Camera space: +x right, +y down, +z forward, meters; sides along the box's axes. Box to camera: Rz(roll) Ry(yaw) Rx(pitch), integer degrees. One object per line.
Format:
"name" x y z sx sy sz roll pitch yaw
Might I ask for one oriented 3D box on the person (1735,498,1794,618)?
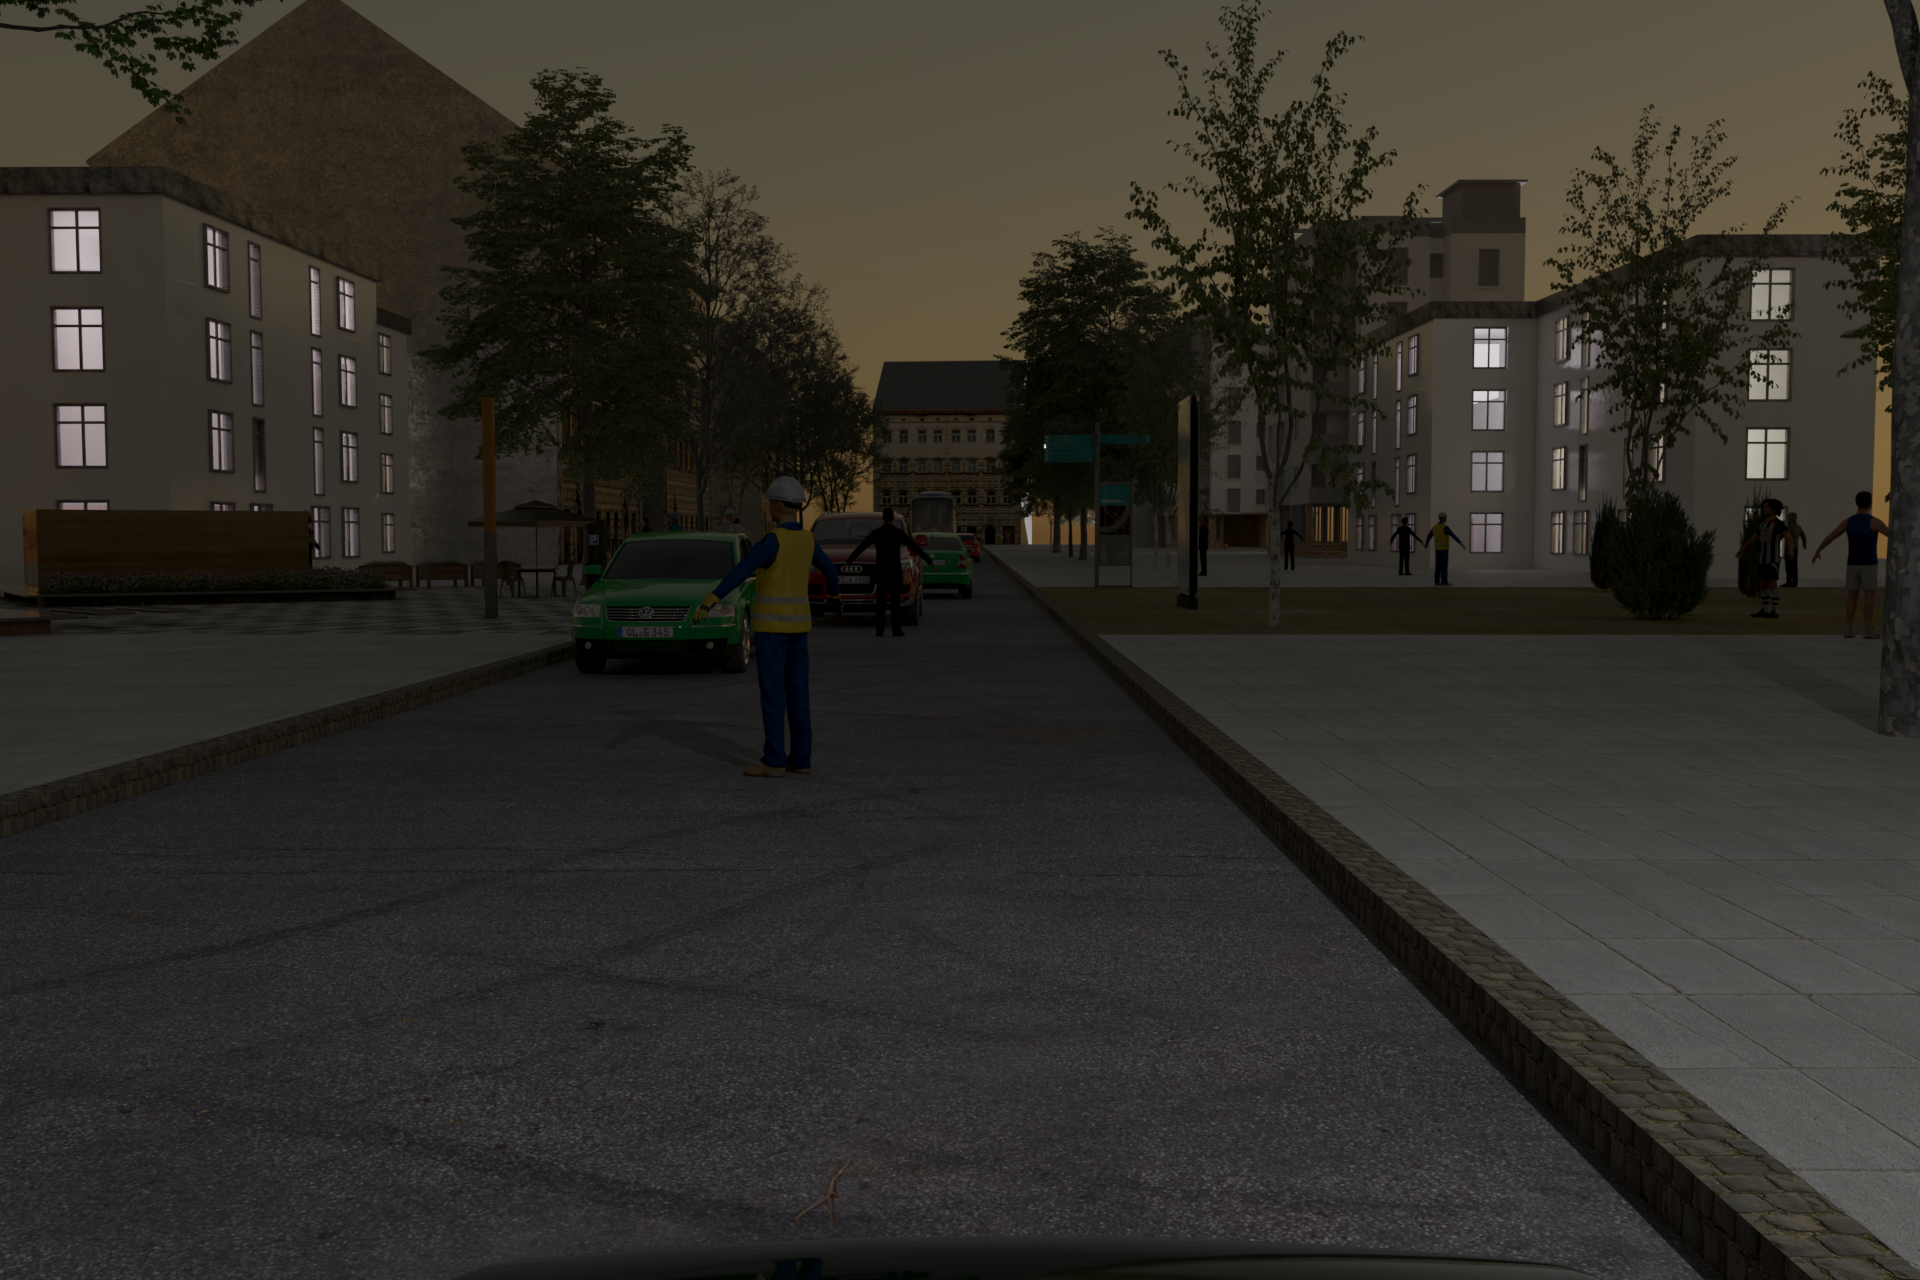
"person" 12.362 -1.245 26.495 0.704 1.843 1.345 -1 4 -10

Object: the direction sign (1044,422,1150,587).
"direction sign" 3.275 -3.193 40.963 2.525 3.948 1.411 0 4 1

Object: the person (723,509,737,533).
"person" -5.169 -2.037 39.161 0.705 1.847 1.347 -1 4 -14

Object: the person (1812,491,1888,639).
"person" 11.126 -0.927 21.330 0.704 1.807 1.345 -3 4 -37

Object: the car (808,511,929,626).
"car" -1.652 -1.230 28.788 2.281 1.827 5.304 0 4 0

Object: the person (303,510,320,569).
"person" -15.678 -2.190 41.591 0.705 1.856 1.354 -3 4 -37

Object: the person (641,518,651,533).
"person" -10.131 -3.026 55.608 0.704 1.812 1.346 1 4 12

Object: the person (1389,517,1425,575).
"person" 13.841 -2.913 53.819 0.705 1.806 1.347 -3 4 -37

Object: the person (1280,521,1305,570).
"person" 11.609 -3.330 61.164 1.216 1.740 0.721 0 4 -8

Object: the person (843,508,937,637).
"person" -0.997 -0.955 24.298 1.346 1.802 0.704 1 4 9

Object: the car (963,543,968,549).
"car" -0.662 -4.158 80.347 2.083 1.381 4.827 0 4 -1

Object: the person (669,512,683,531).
"person" -7.054 -2.232 42.623 0.704 1.817 1.347 1 4 15

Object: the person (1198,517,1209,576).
"person" 7.441 -2.871 53.166 0.704 1.802 1.346 1 4 18

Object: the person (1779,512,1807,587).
"person" 20.074 -2.186 41.870 1.348 1.813 0.705 -2 4 -29

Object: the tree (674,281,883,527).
"tree" -8.876 -10.611 83.856 12.009 13.543 11.850 0 3 0

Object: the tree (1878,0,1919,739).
"tree" 7.539 -9.433 10.114 12.611 20.169 13.585 0 3 0

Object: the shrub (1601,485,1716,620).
"shrub" 10.477 -1.320 25.994 1.690 2.028 1.600 0 3 0

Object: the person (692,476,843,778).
"person" -1.108 -0.086 10.333 0.721 1.772 1.216 3 4 38

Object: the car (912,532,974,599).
"car" -0.642 -1.896 39.791 1.959 1.807 4.718 0 4 -1

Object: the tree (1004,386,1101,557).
"tree" 5.858 -9.872 95.821 7.601 10.594 8.767 -2 4 -28

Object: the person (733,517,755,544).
"person" -6.859 -2.863 52.998 1.347 1.806 0.705 -2 4 -29

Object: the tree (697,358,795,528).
"tree" -9.346 -7.401 71.363 4.360 8.622 3.978 0 3 0

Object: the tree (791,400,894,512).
"tree" -8.765 -12.376 128.096 9.928 11.665 9.643 0 3 0

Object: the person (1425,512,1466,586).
"person" 11.970 -2.261 42.933 0.705 1.833 1.349 -2 4 -29

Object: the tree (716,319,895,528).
"tree" -8.817 -11.409 96.910 12.009 13.543 11.850 0 3 0

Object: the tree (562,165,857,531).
"tree" -8.634 -9.012 57.714 12.009 13.543 11.850 0 3 0

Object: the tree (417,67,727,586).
"tree" -9.512 -7.654 43.277 7.486 12.596 7.792 0 3 0

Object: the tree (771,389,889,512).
"tree" -8.408 -11.313 110.727 9.928 11.665 9.643 0 3 0

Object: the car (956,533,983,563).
"car" 0.091 -4.811 87.692 2.155 1.783 4.494 0 4 -1

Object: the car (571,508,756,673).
"car" -3.058 -0.639 19.249 1.959 1.807 4.718 0 4 1
